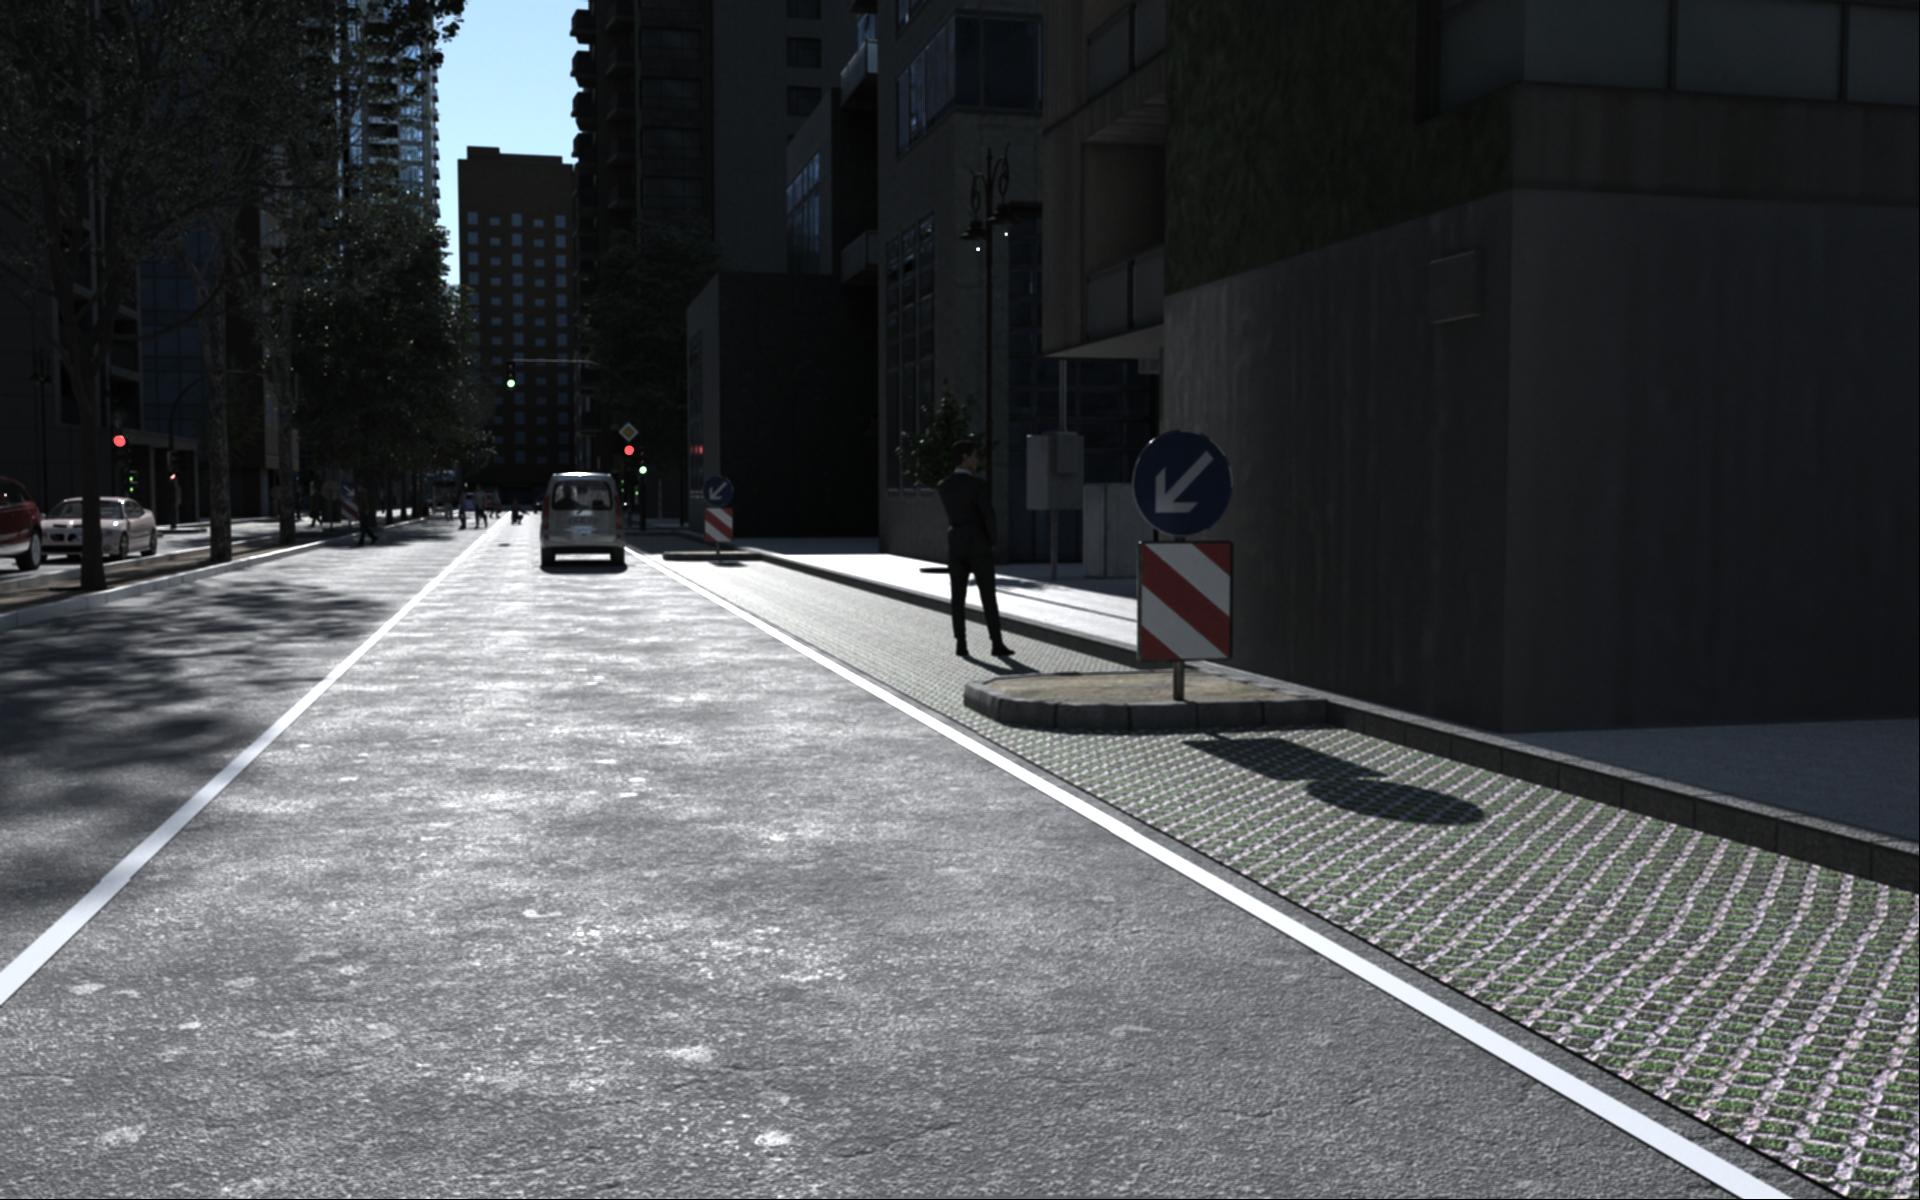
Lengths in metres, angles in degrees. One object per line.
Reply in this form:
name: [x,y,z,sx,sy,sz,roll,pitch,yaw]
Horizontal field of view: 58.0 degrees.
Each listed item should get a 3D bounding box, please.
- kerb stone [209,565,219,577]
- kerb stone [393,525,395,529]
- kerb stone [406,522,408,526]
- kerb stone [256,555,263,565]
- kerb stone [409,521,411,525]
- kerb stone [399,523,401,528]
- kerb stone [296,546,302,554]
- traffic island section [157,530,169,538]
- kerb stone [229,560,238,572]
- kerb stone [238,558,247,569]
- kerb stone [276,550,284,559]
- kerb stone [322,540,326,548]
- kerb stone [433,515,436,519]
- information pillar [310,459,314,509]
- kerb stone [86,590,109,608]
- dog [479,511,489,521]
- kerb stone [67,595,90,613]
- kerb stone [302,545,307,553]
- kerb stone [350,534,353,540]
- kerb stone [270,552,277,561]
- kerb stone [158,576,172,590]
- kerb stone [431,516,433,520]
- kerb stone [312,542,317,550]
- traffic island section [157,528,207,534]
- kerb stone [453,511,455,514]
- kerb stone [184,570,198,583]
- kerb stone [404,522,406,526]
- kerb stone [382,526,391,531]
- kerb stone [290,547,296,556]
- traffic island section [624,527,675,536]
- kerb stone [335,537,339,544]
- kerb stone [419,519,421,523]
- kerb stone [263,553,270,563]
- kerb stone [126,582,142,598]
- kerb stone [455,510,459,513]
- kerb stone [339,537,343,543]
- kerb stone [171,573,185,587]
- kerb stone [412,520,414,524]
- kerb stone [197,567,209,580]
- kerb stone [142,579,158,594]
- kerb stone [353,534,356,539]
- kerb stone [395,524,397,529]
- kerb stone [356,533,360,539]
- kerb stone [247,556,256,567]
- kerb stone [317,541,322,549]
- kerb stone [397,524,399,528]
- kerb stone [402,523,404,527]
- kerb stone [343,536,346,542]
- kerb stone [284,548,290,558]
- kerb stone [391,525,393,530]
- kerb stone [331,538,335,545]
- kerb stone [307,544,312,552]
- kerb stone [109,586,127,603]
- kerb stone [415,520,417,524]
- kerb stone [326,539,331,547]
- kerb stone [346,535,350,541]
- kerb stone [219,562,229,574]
kerb stone: [-13.084,-0.484,30.105,0.120,0.150,1.000,-1,4,-14]
kerb stone: [-22.850,-2.887,69.435,0.120,0.150,1.000,-1,4,-14]
kerb stone: [-24.582,-3.316,76.412,0.120,0.150,1.000,-1,4,-14]
kerb stone: [-14.323,-0.790,35.110,0.120,0.150,1.000,-1,4,-14]
kerb stone: [-25.080,-3.438,78.407,0.120,0.150,1.000,-1,4,-14]
kerb stone: [-23.586,-3.070,72.415,0.120,0.150,1.000,-1,4,-14]
kerb stone: [-15.804,-1.155,41.079,0.120,0.150,1.000,-1,4,-14]
traffic island section: [-27.011,-2.059,55.944,2.009,0.180,2.903,-1,4,-14]
kerb stone: [-13.574,-0.604,32.110,0.120,0.150,1.000,-1,4,-14]
kerb stone: [-13.824,-0.667,33.101,0.120,0.150,1.000,-1,4,-14]
kerb stone: [-15.063,-0.973,38.102,0.120,0.150,1.000,-1,4,-14]
kerb stone: [-17.042,-1.458,46.041,0.120,0.150,1.000,-1,4,-14]
kerb stone: [-30.283,-4.718,99.342,0.120,0.150,1.000,-1,4,-14]
information pillar: [-43.625,-7.660,116.602,0.183,3.616,0.504,0,4,-2]
kerb stone: [-11.100,0.003,22.146,0.120,0.150,1.000,-1,4,-14]
dog: [-25.824,-4.555,93.768,0.406,0.507,0.540,1,4,10]
kerb stone: [-10.853,0.069,21.153,0.120,0.150,1.000,-1,4,-14]
kerb stone: [-16.047,-1.216,42.072,0.120,0.150,1.000,-1,4,-14]
kerb stone: [-18.768,-1.885,53.016,0.120,0.150,1.000,-1,4,-14]
kerb stone: [-14.816,-0.903,37.102,0.120,0.150,1.000,-1,4,-14]
kerb stone: [-12.089,-0.232,26.115,0.120,0.150,1.000,-1,4,-14]
kerb stone: [-29.533,-4.536,96.352,0.120,0.150,1.000,-1,4,-14]
kerb stone: [-16.546,-1.337,44.058,0.120,0.150,1.000,-1,4,-14]
traffic island section: [-28.937,-2.533,63.695,2.009,0.180,2.903,-1,4,-14]
kerb stone: [-36.463,-6.239,124.239,0.120,0.150,1.000,-1,4,-14]
kerb stone: [-12.581,-0.360,28.121,0.120,0.150,1.000,-1,4,-14]
kerb stone: [-24.335,-3.252,75.413,0.120,0.150,1.000,-1,4,-14]
kerb stone: [-22.360,-2.765,67.450,0.120,0.150,1.000,-1,4,-14]
kerb stone: [-15.554,-1.088,40.086,0.120,0.150,1.000,-1,4,-14]
traffic island section: [-10.955,-2.302,59.914,2.009,0.180,2.903,-1,4,-14]
kerb stone: [-17.775,-1.642,49.038,0.120,0.150,1.000,-1,4,-14]
kerb stone: [-26.817,-3.865,85.388,0.120,0.150,1.000,-1,4,-14]
kerb stone: [-14.574,-0.844,36.108,0.120,0.150,1.000,-1,4,-14]
kerb stone: [-11.601,-0.118,24.128,0.120,0.150,1.000,-1,4,-14]
kerb stone: [-38.684,-6.782,133.188,0.120,0.150,1.000,-1,4,-14]
kerb stone: [-18.029,-1.703,50.034,0.120,0.150,1.000,-1,4,-14]
kerb stone: [-12.335,-0.298,27.111,0.120,0.150,1.000,-1,4,-14]
kerb stone: [-25.574,-3.560,80.394,0.120,0.150,1.000,-1,4,-14]
kerb stone: [-12.826,-0.422,29.115,0.120,0.150,1.000,-1,4,-14]
kerb stone: [-11.847,-0.179,25.122,0.120,0.150,1.000,-1,4,-14]
kerb stone: [-19.021,-1.946,54.012,0.120,0.150,1.000,-1,4,-14]
kerb stone: [-23.088,-2.950,70.432,0.120,0.150,1.000,-1,4,-14]
kerb stone: [-19.263,-2.006,55.012,0.120,0.150,1.000,-1,4,-14]
kerb stone: [-14.065,-0.728,34.105,0.120,0.150,1.000,-1,4,-14]
kerb stone: [-16.796,-1.395,45.049,0.120,0.150,1.000,-1,4,-14]
kerb stone: [-23.346,-3.011,71.421,0.120,0.150,1.000,-1,4,-14]
kerb stone: [-24.087,-3.191,74.414,0.120,0.150,1.000,-1,4,-14]
kerb stone: [-18.267,-1.763,51.028,0.120,0.150,1.000,-1,4,-14]
kerb stone: [-15.308,-1.034,39.094,0.120,0.150,1.000,-1,4,-14]
kerb stone: [-22.602,-2.829,68.443,0.120,0.150,1.000,-1,4,-14]
kerb stone: [-17.537,-1.579,48.044,0.120,0.150,1.000,-1,4,-14]
kerb stone: [-16.294,-1.272,43.067,0.120,0.150,1.000,-1,4,-14]
kerb stone: [-11.342,-0.055,23.139,0.120,0.150,1.000,-1,4,-14]
kerb stone: [-26.072,-3.682,82.401,0.120,0.150,1.000,-1,4,-14]
kerb stone: [-17.282,-1.518,47.042,0.120,0.150,1.000,-1,4,-14]
kerb stone: [-18.522,-1.820,52.018,0.120,0.150,1.000,-1,4,-14]
kerb stone: [-13.327,-0.545,31.103,0.120,0.150,1.000,-1,4,-14]
